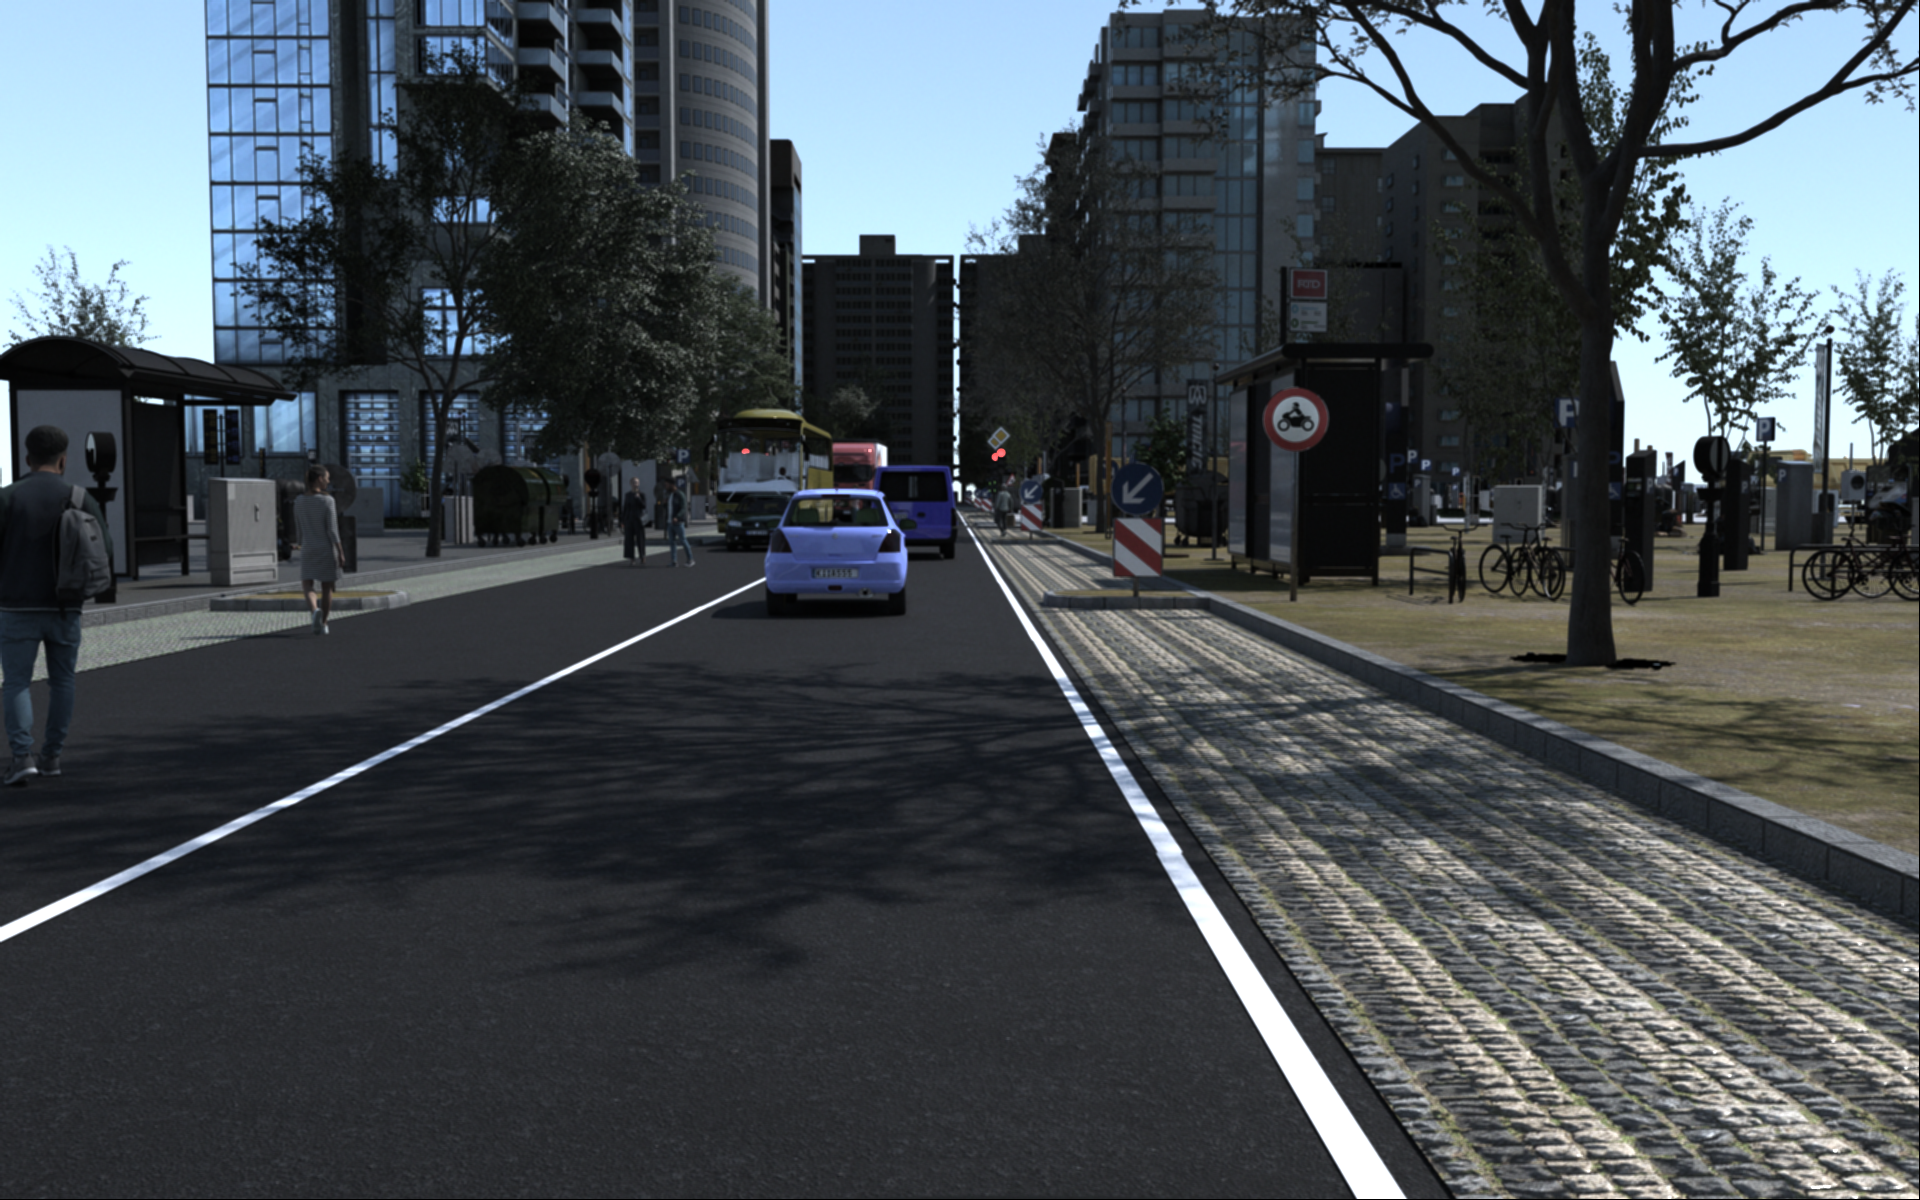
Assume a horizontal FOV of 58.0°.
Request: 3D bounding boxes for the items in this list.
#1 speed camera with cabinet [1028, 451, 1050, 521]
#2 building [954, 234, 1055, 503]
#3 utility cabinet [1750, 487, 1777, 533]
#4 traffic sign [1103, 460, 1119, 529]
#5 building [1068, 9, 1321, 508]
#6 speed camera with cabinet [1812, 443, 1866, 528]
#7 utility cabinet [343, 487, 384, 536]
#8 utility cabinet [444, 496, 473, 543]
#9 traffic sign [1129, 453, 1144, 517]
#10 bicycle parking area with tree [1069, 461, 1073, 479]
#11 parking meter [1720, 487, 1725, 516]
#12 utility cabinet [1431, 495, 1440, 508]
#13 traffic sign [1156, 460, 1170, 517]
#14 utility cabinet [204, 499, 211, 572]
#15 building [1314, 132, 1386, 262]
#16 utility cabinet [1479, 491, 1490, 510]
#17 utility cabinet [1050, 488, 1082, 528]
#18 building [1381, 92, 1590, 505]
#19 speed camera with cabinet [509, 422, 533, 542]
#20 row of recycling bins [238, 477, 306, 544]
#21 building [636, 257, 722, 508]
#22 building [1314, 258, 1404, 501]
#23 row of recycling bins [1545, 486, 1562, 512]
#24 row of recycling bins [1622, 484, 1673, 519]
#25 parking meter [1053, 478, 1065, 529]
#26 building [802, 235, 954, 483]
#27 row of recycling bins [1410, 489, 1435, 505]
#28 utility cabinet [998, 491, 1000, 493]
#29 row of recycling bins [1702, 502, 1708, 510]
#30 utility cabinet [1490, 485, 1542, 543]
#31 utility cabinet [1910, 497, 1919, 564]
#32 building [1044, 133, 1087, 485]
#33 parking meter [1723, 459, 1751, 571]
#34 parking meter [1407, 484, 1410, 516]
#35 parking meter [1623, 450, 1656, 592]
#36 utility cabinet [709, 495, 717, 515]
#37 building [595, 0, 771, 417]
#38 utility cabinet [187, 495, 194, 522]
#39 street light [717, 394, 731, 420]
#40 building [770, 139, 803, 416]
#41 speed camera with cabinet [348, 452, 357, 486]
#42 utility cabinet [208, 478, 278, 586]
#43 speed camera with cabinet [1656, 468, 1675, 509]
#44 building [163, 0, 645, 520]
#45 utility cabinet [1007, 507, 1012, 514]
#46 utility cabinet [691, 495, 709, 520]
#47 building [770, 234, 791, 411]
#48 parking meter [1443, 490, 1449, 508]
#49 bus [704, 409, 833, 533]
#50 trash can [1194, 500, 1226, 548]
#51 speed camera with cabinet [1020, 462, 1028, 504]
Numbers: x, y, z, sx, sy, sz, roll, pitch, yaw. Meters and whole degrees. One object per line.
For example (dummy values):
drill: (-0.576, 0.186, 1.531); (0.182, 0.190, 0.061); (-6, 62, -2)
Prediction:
speed camera with cabinet: (4.179, -5.275, 80.575); (0.660, 3.252, 2.038); (3, 5, 40)
building: (11.481, -34.862, 261.868); (23.993, 40.220, 32.217); (0, 4, 0)
utility cabinet: (26.283, -2.933, 56.636); (1.173, 1.500, 0.318); (-3, 5, -39)
traffic sign: (5.460, -3.889, 63.691); (0.768, 2.556, 0.104); (0, 4, 7)
building: (23.559, -34.092, 177.012); (23.786, 49.044, 30.456); (0, 4, 0)
speed camera with cabinet: (33.568, -4.403, 66.332); (2.038, 3.252, 0.660); (0, 4, -6)
utility cabinet: (-18.204, -2.702, 52.849); (1.173, 1.500, 0.318); (-1, 4, -20)
utility cabinet: (-13.256, -2.121, 45.848); (0.306, 1.237, 1.020); (1, 4, 13)
traffic sign: (5.081, -2.940, 48.181); (0.768, 2.556, 0.104); (0, 4, 6)
bicycle parking area with tree: (12.165, -9.987, 150.286); (8.231, 4.147, 9.016); (1, 4, 19)
parking meter: (28.281, -3.400, 63.998); (0.372, 1.533, 0.369); (0, 3, 0)
utility cabinet: (32.610, -6.584, 118.814); (0.306, 1.237, 1.020); (3, 4, 37)
traffic sign: (4.226, -2.261, 36.971); (0.884, 2.594, 0.081); (0, 4, 1)
utility cabinet: (-12.345, -1.097, 29.101); (0.306, 1.237, 1.020); (0, 4, -2)
building: (60.128, -41.062, 260.600); (27.495, 52.752, 28.713); (0, 4, 0)
utility cabinet: (33.039, -6.069, 107.911); (1.173, 1.500, 0.318); (-1, 4, -12)
utility cabinet: (3.984, -3.454, 65.152); (1.173, 1.500, 0.318); (1, 4, 23)
building: (64.571, -35.987, 212.083); (21.600, 48.544, 21.300); (0, 4, 0)
speed camera with cabinet: (-11.841, -3.219, 46.965); (0.660, 3.252, 2.038); (-1, 4, -9)
row of recycling bins: (-17.749, -2.288, 44.524); (1.069, 1.692, 3.534); (0, 4, 3)
building: (-34.891, -18.030, 139.823); (27.650, 21.520, 28.899); (0, 4, 0)
building: (46.497, -27.184, 216.163); (14.107, 30.474, 14.160); (0, 4, 0)
row of recycling bins: (31.563, -5.157, 91.434); (1.069, 1.692, 3.534); (-3, 5, -44)
row of recycling bins: (27.001, -3.738, 68.221); (3.534, 1.692, 1.069); (-3, 5, -40)
parking meter: (3.701, -3.598, 64.544); (0.399, 1.863, 0.255); (1, 4, 19)
building: (-12.515, -34.886, 262.265); (23.993, 40.220, 32.217); (0, 4, 0)
row of recycling bins: (34.653, -7.620, 131.695); (1.069, 1.692, 3.534); (-2, 4, -33)
utility cabinet: (3.392, -7.272, 127.577); (1.173, 1.500, 0.318); (-1, 4, -11)
row of recycling bins: (61.034, -8.263, 142.212); (1.069, 1.692, 3.534); (3, 4, 39)
utility cabinet: (14.392, -2.205, 44.738); (1.173, 1.500, 0.318); (3, 4, 37)
utility cabinet: (17.996, -1.255, 31.675); (0.306, 1.237, 1.020); (-3, 5, -43)
building: (21.386, -33.809, 207.402); (22.147, 44.769, 28.867); (0, 4, 0)
parking meter: (13.094, -1.435, 29.178); (0.399, 1.863, 0.255); (-3, 4, -36)
parking meter: (28.523, -6.416, 110.609); (0.399, 1.863, 0.255); (-1, 4, -15)
parking meter: (8.924, -1.042, 22.755); (0.399, 1.863, 0.255); (-3, 5, -43)
utility cabinet: (-14.985, -5.840, 106.642); (1.020, 1.237, 0.306); (1, 4, 14)
building: (-30.395, -38.335, 168.781); (21.231, 58.520, 28.212); (0, 4, 0)
utility cabinet: (-35.922, -4.220, 80.162); (0.306, 1.237, 1.020); (1, 4, 11)
street light: (-10.851, -6.541, 79.739); (0.468, 5.910, 1.993); (0, 4, 0)
building: (-27.200, -34.530, 214.683); (14.200, 45.320, 14.600); (0, 4, 0)
speed camera with cabinet: (-29.186, -5.284, 80.735); (2.038, 3.252, 0.660); (-1, 4, -16)
utility cabinet: (-10.099, -0.964, 24.448); (0.318, 1.500, 1.173); (1, 4, 10)
speed camera with cabinet: (35.088, -5.614, 86.118); (0.660, 3.252, 2.038); (2, 4, 32)
building: (-30.414, -48.154, 99.993); (22.319, 86.520, 31.000); (0, 4, 0)
utility cabinet: (3.192, -6.316, 114.425); (0.306, 1.237, 1.020); (-1, 4, -23)
utility cabinet: (-12.969, -4.568, 85.849); (0.306, 1.237, 1.020); (1, 4, 19)
building: (-26.247, -25.632, 190.790); (14.160, 30.474, 14.107); (0, 4, 0)
parking meter: (32.842, -6.643, 117.016); (0.372, 1.533, 0.369); (0, 3, 0)
bus: (-5.617, -3.803, 53.730); (2.896, 3.916, 12.252); (0, 4, 0)
trash can: (5.969, -1.816, 41.353); (0.748, 1.137, 0.748); (0, 3, 0)
speed camera with cabinet: (4.656, -6.717, 104.155); (2.038, 3.252, 0.660); (1, 4, 16)
